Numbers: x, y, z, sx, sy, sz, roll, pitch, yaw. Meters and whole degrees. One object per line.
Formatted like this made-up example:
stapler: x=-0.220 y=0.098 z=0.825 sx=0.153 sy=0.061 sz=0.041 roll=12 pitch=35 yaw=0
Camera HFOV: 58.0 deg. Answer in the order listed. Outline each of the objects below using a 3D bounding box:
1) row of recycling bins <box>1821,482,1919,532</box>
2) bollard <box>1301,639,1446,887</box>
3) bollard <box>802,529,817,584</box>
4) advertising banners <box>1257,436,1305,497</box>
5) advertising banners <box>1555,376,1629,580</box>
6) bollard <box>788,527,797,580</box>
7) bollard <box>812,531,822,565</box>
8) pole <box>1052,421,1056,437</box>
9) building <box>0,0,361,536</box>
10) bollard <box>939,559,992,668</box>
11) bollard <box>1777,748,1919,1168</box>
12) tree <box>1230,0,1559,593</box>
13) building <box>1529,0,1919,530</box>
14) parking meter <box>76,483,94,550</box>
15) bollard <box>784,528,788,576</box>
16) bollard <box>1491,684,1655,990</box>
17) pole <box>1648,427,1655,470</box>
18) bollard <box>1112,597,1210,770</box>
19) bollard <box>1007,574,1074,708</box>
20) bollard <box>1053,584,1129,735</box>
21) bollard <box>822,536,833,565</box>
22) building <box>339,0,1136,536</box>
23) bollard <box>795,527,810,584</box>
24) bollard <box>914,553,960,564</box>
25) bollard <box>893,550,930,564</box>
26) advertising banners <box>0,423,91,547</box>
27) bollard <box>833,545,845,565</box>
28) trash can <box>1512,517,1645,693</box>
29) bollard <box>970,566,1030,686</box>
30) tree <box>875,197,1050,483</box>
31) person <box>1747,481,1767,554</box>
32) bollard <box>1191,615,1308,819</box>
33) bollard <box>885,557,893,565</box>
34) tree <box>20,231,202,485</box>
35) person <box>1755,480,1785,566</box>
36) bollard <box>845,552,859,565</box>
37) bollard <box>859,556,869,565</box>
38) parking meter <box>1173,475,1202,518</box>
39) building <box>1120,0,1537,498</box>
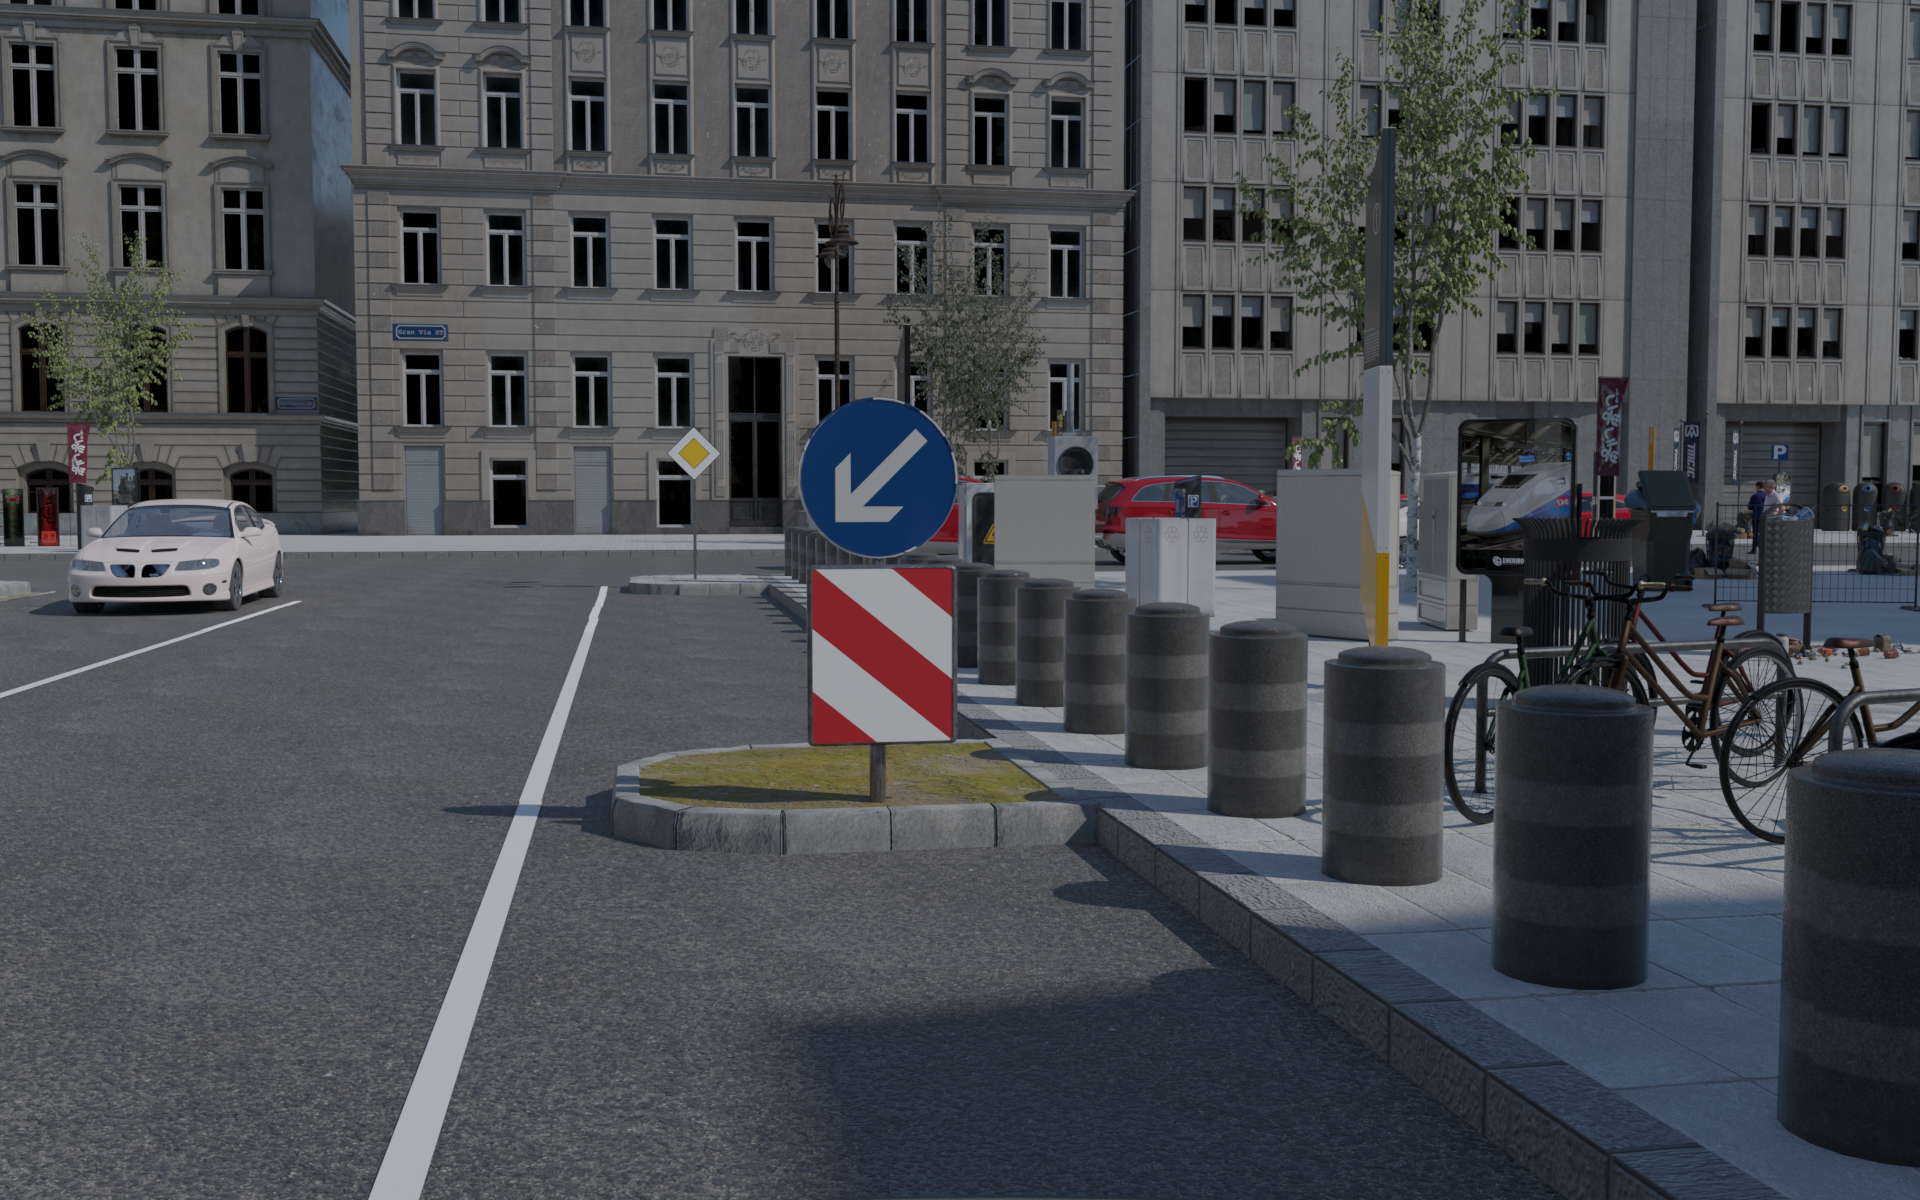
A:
row of recycling bins: x=31.635 y=-3.213 z=59.642 sx=3.534 sy=1.692 sz=1.069 roll=1 pitch=4 yaw=17
bollard: x=1.424 y=0.543 z=5.832 sx=0.404 sy=0.777 sz=0.398 roll=0 pitch=3 yaw=0
bollard: x=-1.892 y=-0.543 z=23.593 sx=0.404 sy=0.777 sz=0.398 roll=0 pitch=3 yaw=0
advertising banners: x=9.594 y=-3.416 z=52.044 sx=2.074 sy=3.025 sz=0.090 roll=-2 pitch=4 yaw=-33
advertising banners: x=8.979 y=-1.803 z=25.675 sx=2.074 sy=3.025 sz=0.090 roll=-1 pitch=4 yaw=-14
bollard: x=-2.327 y=-0.688 z=25.961 sx=0.404 sy=0.777 sz=0.398 roll=0 pitch=3 yaw=0
bollard: x=-1.666 y=-0.471 z=22.411 sx=0.404 sy=0.777 sz=0.398 roll=0 pitch=3 yaw=0
pole: x=2.685 y=-3.359 z=48.761 sx=0.158 sy=3.312 sz=0.155 roll=0 pitch=3 yaw=0
building: x=-37.731 y=-14.491 z=56.019 sx=34.723 sy=24.649 sz=14.460 roll=-1 pitch=4 yaw=-11
bollard: x=0.094 y=0.109 z=12.940 sx=0.404 sy=0.777 sz=0.398 roll=0 pitch=3 yaw=0
bollard: x=1.866 y=0.688 z=3.467 sx=0.404 sy=0.777 sz=0.398 roll=0 pitch=3 yaw=0
tree: x=5.843 y=-4.418 z=22.601 sx=4.737 sy=8.622 sz=4.395 roll=0 pitch=3 yaw=0
building: x=34.861 y=-15.286 z=67.944 sx=19.932 sy=24.808 sz=12.078 roll=-1 pitch=4 yaw=-11
parking meter: x=-20.137 y=-1.925 z=39.892 sx=0.372 sy=1.533 sz=0.369 roll=0 pitch=3 yaw=0
bollard: x=-2.552 y=-0.760 z=27.146 sx=0.404 sy=0.777 sz=0.398 roll=0 pitch=3 yaw=0
bollard: x=1.642 y=0.616 z=4.650 sx=0.404 sy=0.777 sz=0.398 roll=0 pitch=3 yaw=0
pole: x=21.037 y=-3.603 z=52.744 sx=0.158 sy=3.312 sz=0.155 roll=0 pitch=3 yaw=0
bollard: x=0.983 y=0.398 z=8.216 sx=0.404 sy=0.777 sz=0.398 roll=0 pitch=3 yaw=0
bollard: x=0.539 y=0.253 z=10.578 sx=0.404 sy=0.777 sz=0.398 roll=0 pitch=3 yaw=0
bollard: x=0.762 y=0.325 z=9.397 sx=0.404 sy=0.777 sz=0.398 roll=0 pitch=3 yaw=0
bollard: x=-1.444 y=-0.398 z=21.224 sx=0.404 sy=0.777 sz=0.398 roll=0 pitch=3 yaw=0
building: x=-7.518 y=-16.061 z=59.855 sx=25.104 sy=27.353 sz=12.463 roll=-1 pitch=4 yaw=-11
bollard: x=-2.110 y=-0.615 z=24.779 sx=0.404 sy=0.777 sz=0.398 roll=0 pitch=3 yaw=0
bollard: x=-0.124 y=0.036 z=14.122 sx=0.404 sy=0.777 sz=0.398 roll=0 pitch=3 yaw=0
bollard: x=-0.343 y=-0.036 z=15.303 sx=0.404 sy=0.777 sz=0.398 roll=0 pitch=3 yaw=0
advertising banners: x=-22.371 y=-2.825 z=42.373 sx=2.074 sy=3.025 sz=0.090 roll=-1 pitch=4 yaw=-18
bollard: x=-1.221 y=-0.326 z=20.040 sx=0.404 sy=0.777 sz=0.398 roll=0 pitch=3 yaw=0
trash can: x=3.687 y=0.079 z=10.370 sx=0.748 sy=1.137 sz=0.748 roll=0 pitch=3 yaw=0
bollard: x=0.320 y=0.181 z=11.760 sx=0.404 sy=0.777 sz=0.398 roll=0 pitch=3 yaw=0
tree: x=0.001 y=-5.729 z=44.038 sx=4.360 sy=8.622 sz=3.978 roll=0 pitch=3 yaw=0
person: x=19.128 y=-1.972 z=41.445 sx=0.576 sy=1.737 sz=0.504 roll=-1 pitch=4 yaw=-10
bollard: x=1.204 y=0.471 z=7.013 sx=0.404 sy=0.777 sz=0.398 roll=0 pitch=3 yaw=0
bollard: x=-0.567 y=-0.109 z=16.495 sx=0.404 sy=0.777 sz=0.398 roll=0 pitch=3 yaw=0
tree: x=-23.208 y=-5.950 z=47.646 sx=4.737 sy=8.622 sz=4.395 roll=0 pitch=3 yaw=0
person: x=15.771 y=-1.490 z=33.803 sx=0.436 sy=1.711 sz=0.756 roll=1 pitch=4 yaw=9
bollard: x=-1.004 y=-0.253 z=18.858 sx=0.404 sy=0.777 sz=0.398 roll=0 pitch=3 yaw=0
bollard: x=-0.784 y=-0.181 z=17.677 sx=0.404 sy=0.777 sz=0.398 roll=0 pitch=3 yaw=0
parking meter: x=3.066 y=-0.915 z=23.364 sx=0.372 sy=1.533 sz=0.369 roll=0 pitch=3 yaw=0
building: x=14.580 y=-15.060 z=64.259 sx=19.932 sy=24.808 sz=12.078 roll=-1 pitch=4 yaw=-11
